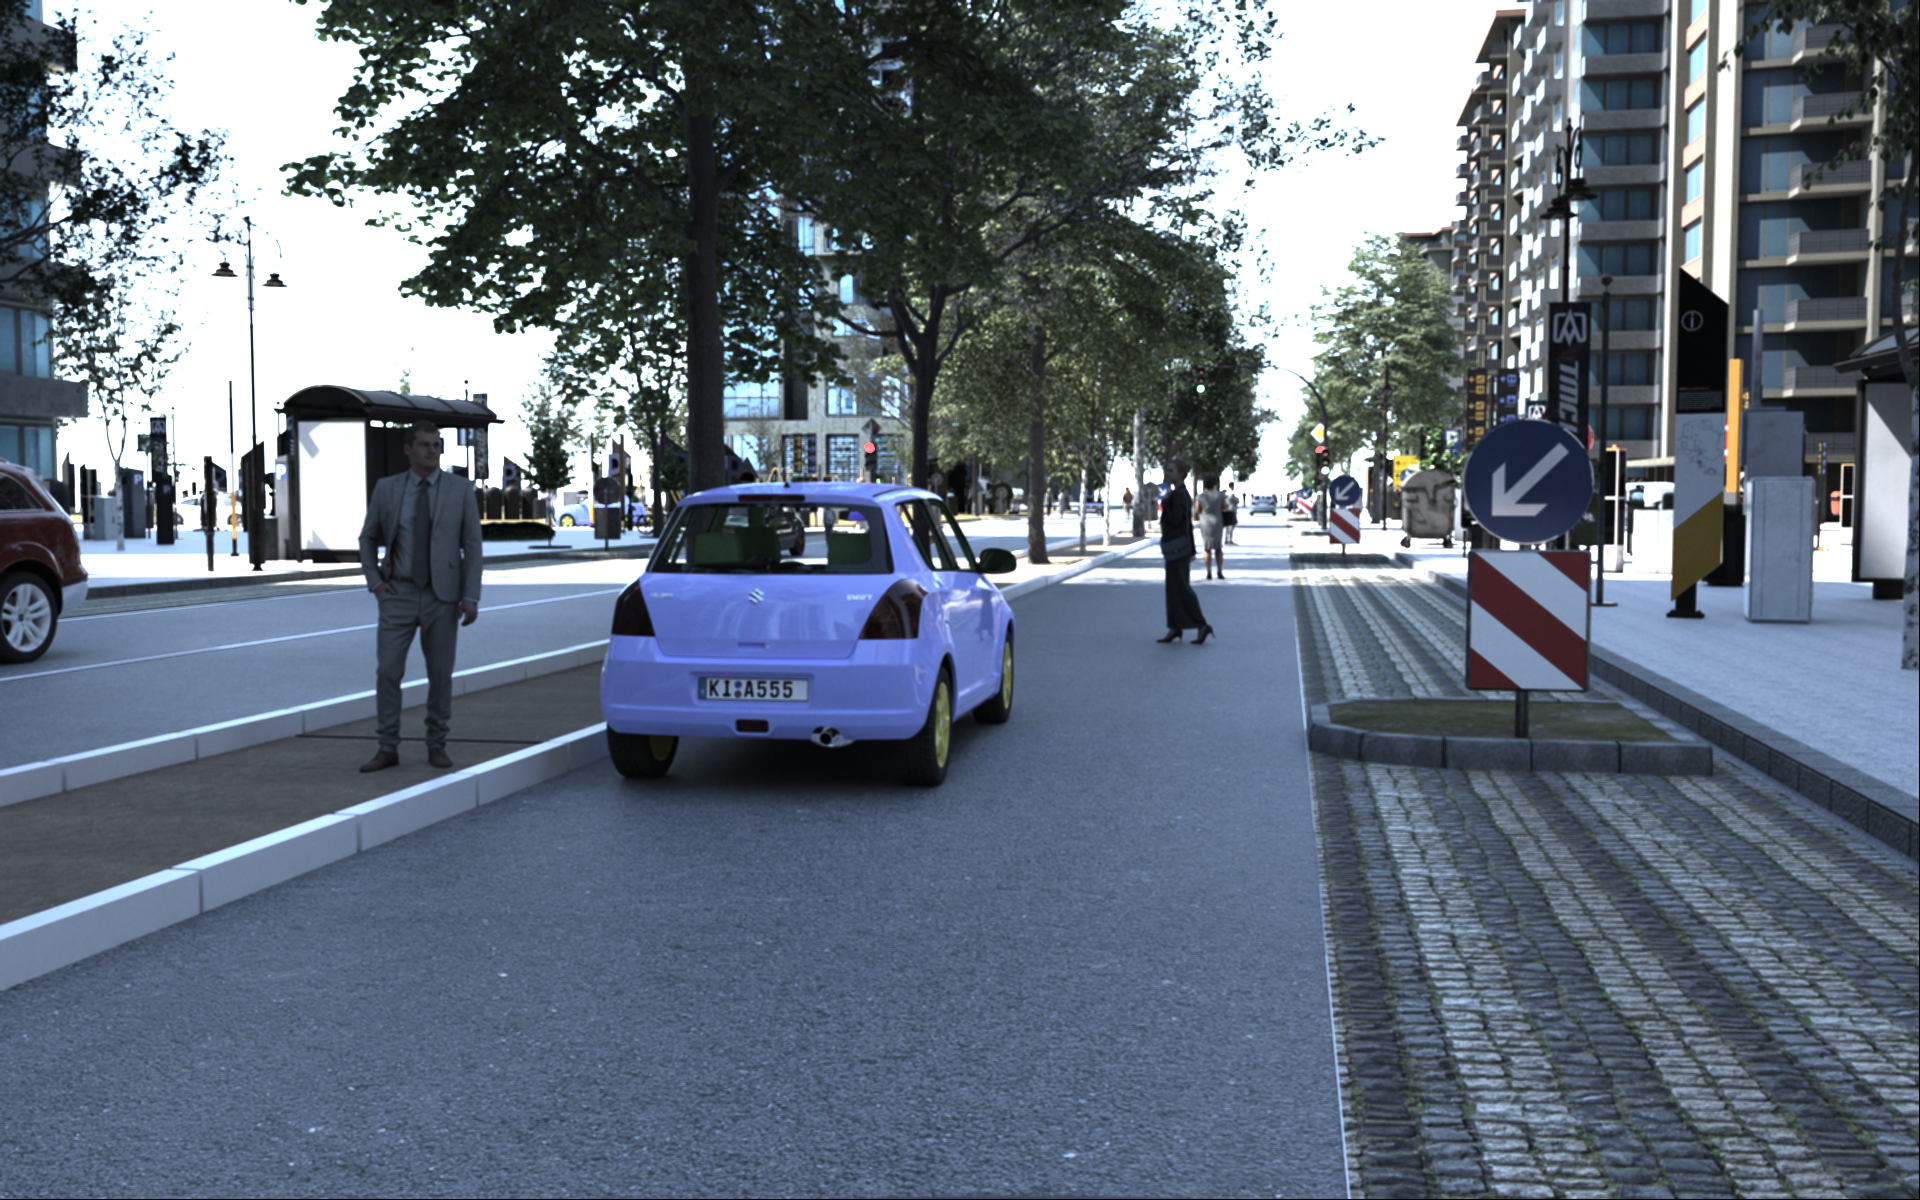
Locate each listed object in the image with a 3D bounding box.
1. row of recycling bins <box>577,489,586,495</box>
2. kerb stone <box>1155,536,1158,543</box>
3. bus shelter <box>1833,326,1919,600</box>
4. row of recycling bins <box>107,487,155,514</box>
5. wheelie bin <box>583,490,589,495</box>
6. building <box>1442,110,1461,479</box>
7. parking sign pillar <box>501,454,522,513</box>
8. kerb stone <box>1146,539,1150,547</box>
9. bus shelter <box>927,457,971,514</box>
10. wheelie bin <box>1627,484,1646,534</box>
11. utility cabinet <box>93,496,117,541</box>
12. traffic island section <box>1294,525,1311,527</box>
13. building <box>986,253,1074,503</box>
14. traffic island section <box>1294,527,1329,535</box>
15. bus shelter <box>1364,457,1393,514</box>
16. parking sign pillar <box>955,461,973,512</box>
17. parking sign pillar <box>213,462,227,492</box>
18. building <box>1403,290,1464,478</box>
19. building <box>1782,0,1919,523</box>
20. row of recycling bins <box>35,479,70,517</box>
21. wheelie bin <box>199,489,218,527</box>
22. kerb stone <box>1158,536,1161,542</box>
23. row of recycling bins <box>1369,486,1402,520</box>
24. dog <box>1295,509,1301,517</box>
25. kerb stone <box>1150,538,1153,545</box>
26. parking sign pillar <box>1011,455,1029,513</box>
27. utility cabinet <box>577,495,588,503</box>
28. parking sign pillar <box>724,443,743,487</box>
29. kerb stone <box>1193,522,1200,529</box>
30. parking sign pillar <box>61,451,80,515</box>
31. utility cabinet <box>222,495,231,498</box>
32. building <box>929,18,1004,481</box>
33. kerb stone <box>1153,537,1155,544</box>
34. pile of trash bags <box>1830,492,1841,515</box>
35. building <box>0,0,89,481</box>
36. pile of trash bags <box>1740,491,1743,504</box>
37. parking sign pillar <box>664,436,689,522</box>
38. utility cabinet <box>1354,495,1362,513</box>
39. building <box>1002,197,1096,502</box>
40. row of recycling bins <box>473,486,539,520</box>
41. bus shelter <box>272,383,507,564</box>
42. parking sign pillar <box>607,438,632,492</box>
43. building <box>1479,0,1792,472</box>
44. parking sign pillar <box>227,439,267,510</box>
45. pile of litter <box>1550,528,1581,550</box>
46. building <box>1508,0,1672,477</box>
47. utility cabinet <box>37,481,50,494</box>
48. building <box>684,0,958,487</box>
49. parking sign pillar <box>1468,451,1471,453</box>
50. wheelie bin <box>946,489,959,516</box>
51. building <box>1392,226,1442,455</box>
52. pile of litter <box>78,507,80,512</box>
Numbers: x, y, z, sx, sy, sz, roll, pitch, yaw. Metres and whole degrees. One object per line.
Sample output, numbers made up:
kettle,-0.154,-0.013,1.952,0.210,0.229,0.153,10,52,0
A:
row of recycling bins,-33.137,-8.865,152.058,1.069,1.692,3.534,-1,4,-19
kerb stone,5.520,-1.686,49.802,0.120,0.150,1.000,1,4,11
bus shelter,11.200,-1.499,18.437,2.014,3.302,5.546,1,4,10
row of recycling bins,-50.187,-5.972,104.757,1.069,1.692,3.534,1,4,13
wheelie bin,-31.167,-8.393,145.134,0.980,1.594,0.693,-2,4,-23
building,63.969,-32.329,183.203,22.147,44.769,28.867,1,4,11
parking sign pillar,-30.247,-7.851,116.839,1.447,3.967,1.447,1,4,11
kerb stone,4.957,-1.503,46.781,0.120,0.150,1.000,1,4,11
bus shelter,-0.673,-7.258,109.949,1.731,3.624,6.357,1,4,10
wheelie bin,21.874,-2.927,55.764,0.693,1.594,0.980,0,4,1
utility cabinet,-23.747,-2.263,48.159,0.306,1.237,1.020,0,4,-8
traffic island section,14.298,-2.846,68.813,2.009,0.180,2.903,1,4,11
building,0.240,-34.687,259.006,32.217,40.220,23.993,1,4,11
traffic island section,12.835,-2.366,60.963,2.009,0.180,2.903,1,4,11
bus shelter,28.584,-7.778,118.460,1.731,3.624,6.357,1,4,11
parking sign pillar,0.262,-8.166,121.994,1.447,3.967,1.447,-2,4,-29
parking sign pillar,-56.616,-8.793,132.244,1.447,3.967,1.447,-2,4,-29
building,73.467,-29.815,259.169,14.160,30.474,14.107,1,4,11
building,48.438,-26.234,83.553,28.867,44.769,22.147,1,4,11
row of recycling bins,-24.534,-2.335,45.295,1.069,1.692,3.534,0,4,2
wheelie bin,-29.148,-3.627,67.205,0.693,1.594,0.980,-2,4,-26
kerb stone,5.719,-1.743,50.805,0.120,0.150,1.000,1,4,11
row of recycling bins,22.546,-5.177,91.758,1.069,1.692,3.534,0,4,-1
dog,20.744,-5.319,106.247,0.540,0.507,0.406,2,4,30
kerb stone,5.146,-1.565,47.788,0.120,0.150,1.000,1,4,11
parking sign pillar,4.251,-8.051,120.101,1.447,3.967,1.447,3,4,37
utility cabinet,-25.153,-6.377,115.426,1.020,1.237,0.306,-1,4,-14
parking sign pillar,-11.484,-6.054,87.451,1.447,3.967,1.447,3,5,41
kerb stone,10.313,-3.251,75.494,0.120,0.150,1.000,1,4,11
parking sign pillar,-55.667,-7.319,108.143,1.447,3.967,1.447,-3,5,-45
utility cabinet,-41.098,-5.304,97.882,0.306,1.237,1.020,3,5,43
building,-10.374,-37.062,195.206,28.713,52.752,27.495,1,4,11
kerb stone,5.332,-1.626,48.797,0.120,0.150,1.000,1,4,11
pile of trash bags,50.777,-5.553,100.547,1.912,1.369,3.447,-2,4,-26
building,-42.105,-26.021,45.057,30.456,49.044,23.786,1,4,11
pile of trash bags,21.648,-2.489,50.444,3.447,1.369,1.912,-2,4,-25
parking sign pillar,-12.894,-5.569,79.532,1.447,3.967,1.447,-3,5,-39
utility cabinet,26.195,-6.357,115.106,1.020,1.237,0.306,0,4,2
building,10.315,-45.326,283.077,21.231,58.520,28.212,1,4,11
row of recycling bins,-22.937,-4.886,86.994,3.534,1.692,1.069,-2,4,-26
bus shelter,-11.149,-2.478,34.443,2.014,3.302,5.546,1,4,10
parking sign pillar,-16.309,-5.783,83.027,1.447,3.967,1.447,3,4,37
building,57.746,-30.607,155.050,22.147,44.769,28.867,1,4,11
parking sign pillar,-34.807,-5.911,85.113,1.447,3.967,1.447,2,4,34
pile of litter,10.085,-0.970,29.823,1.719,0.858,1.176,-3,4,-38
building,51.476,-30.734,122.113,23.786,49.044,30.456,1,4,11
utility cabinet,-14.848,-1.154,27.544,1.173,1.500,0.318,3,5,40
building,-11.983,-52.101,164.517,22.319,86.520,31.000,1,4,11
parking sign pillar,31.339,-7.157,105.491,1.447,3.967,1.447,3,4,37
wheelie bin,-0.467,-5.687,100.890,0.693,1.594,0.980,-1,4,-11
building,81.573,-38.243,279.902,22.147,44.769,28.867,1,4,11
pile of litter,-61.017,-6.572,121.416,1.176,0.858,1.719,2,4,35
